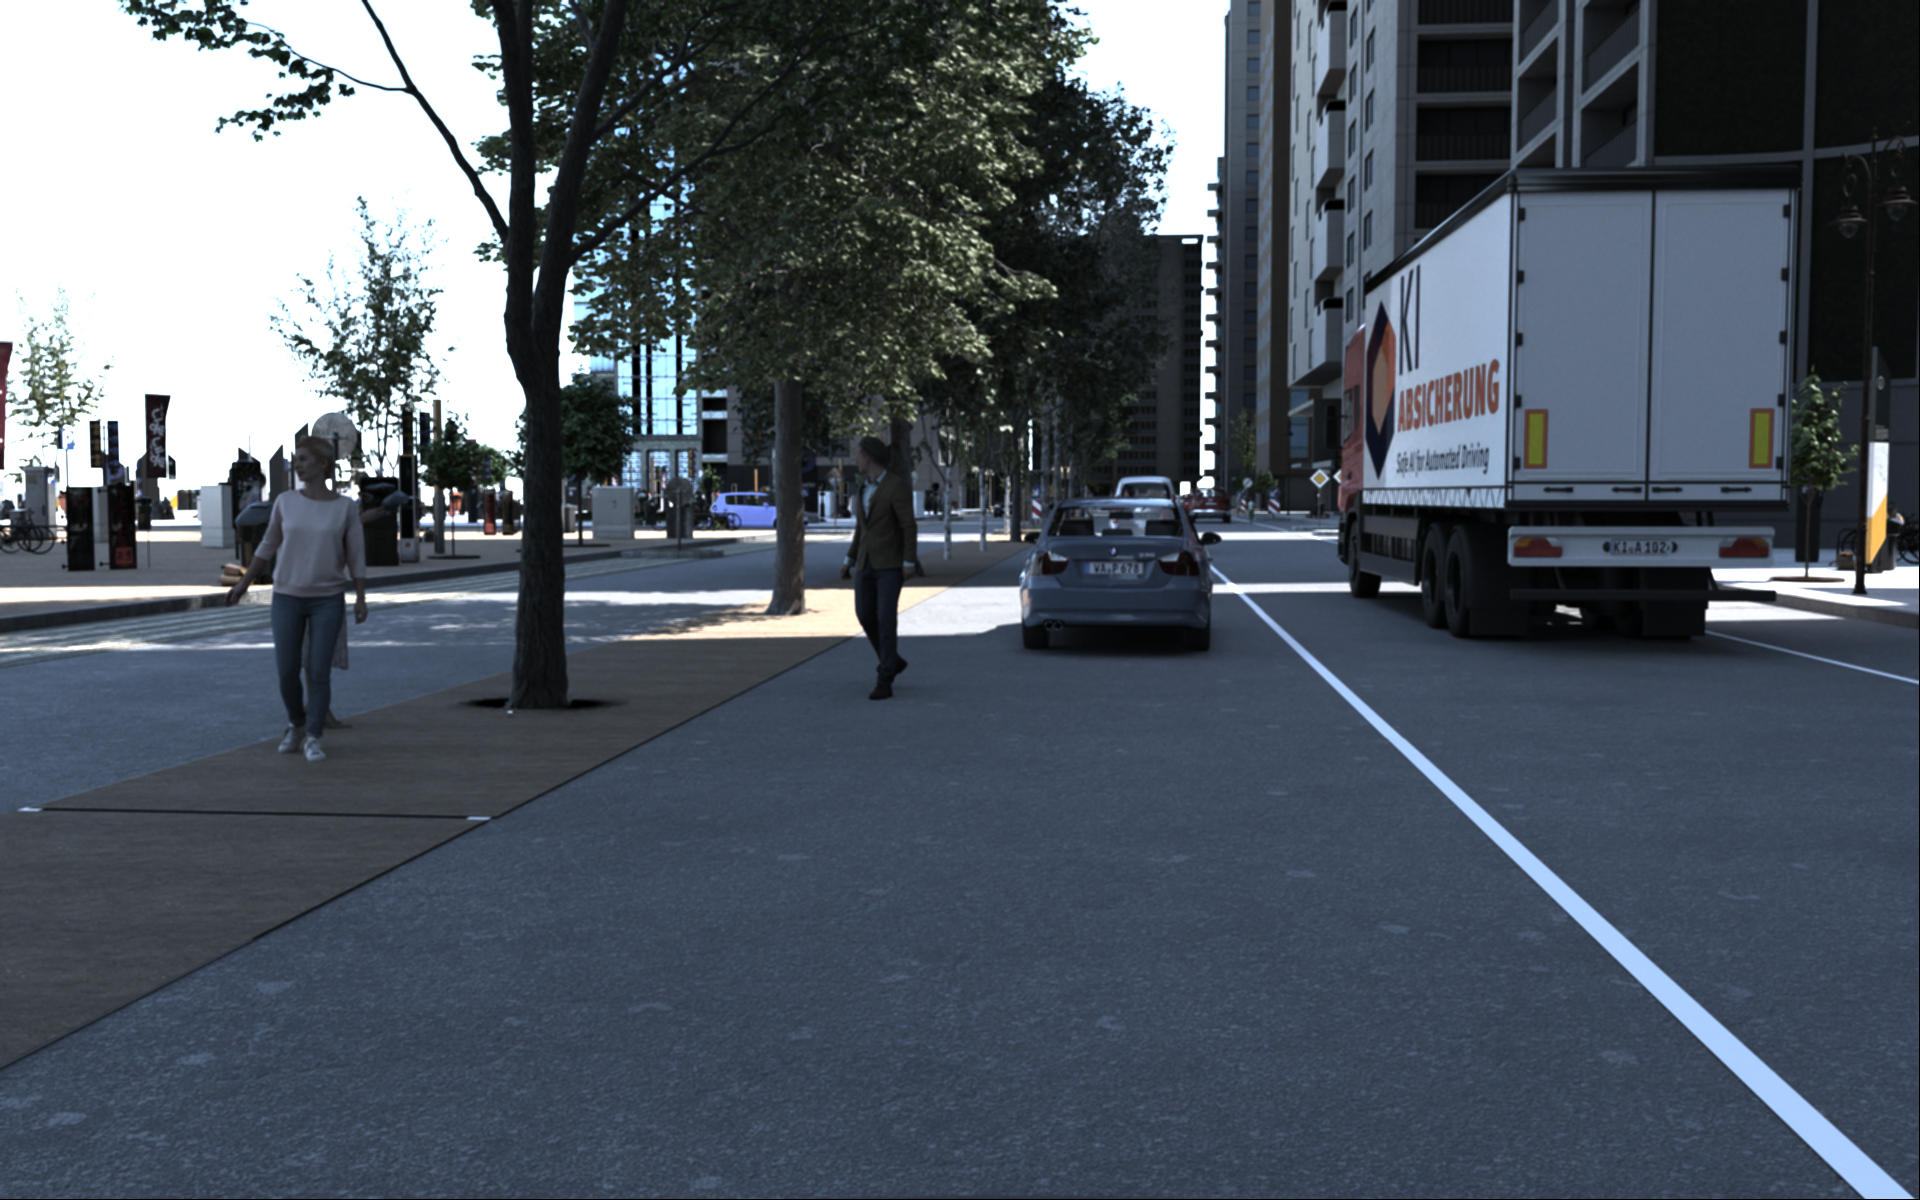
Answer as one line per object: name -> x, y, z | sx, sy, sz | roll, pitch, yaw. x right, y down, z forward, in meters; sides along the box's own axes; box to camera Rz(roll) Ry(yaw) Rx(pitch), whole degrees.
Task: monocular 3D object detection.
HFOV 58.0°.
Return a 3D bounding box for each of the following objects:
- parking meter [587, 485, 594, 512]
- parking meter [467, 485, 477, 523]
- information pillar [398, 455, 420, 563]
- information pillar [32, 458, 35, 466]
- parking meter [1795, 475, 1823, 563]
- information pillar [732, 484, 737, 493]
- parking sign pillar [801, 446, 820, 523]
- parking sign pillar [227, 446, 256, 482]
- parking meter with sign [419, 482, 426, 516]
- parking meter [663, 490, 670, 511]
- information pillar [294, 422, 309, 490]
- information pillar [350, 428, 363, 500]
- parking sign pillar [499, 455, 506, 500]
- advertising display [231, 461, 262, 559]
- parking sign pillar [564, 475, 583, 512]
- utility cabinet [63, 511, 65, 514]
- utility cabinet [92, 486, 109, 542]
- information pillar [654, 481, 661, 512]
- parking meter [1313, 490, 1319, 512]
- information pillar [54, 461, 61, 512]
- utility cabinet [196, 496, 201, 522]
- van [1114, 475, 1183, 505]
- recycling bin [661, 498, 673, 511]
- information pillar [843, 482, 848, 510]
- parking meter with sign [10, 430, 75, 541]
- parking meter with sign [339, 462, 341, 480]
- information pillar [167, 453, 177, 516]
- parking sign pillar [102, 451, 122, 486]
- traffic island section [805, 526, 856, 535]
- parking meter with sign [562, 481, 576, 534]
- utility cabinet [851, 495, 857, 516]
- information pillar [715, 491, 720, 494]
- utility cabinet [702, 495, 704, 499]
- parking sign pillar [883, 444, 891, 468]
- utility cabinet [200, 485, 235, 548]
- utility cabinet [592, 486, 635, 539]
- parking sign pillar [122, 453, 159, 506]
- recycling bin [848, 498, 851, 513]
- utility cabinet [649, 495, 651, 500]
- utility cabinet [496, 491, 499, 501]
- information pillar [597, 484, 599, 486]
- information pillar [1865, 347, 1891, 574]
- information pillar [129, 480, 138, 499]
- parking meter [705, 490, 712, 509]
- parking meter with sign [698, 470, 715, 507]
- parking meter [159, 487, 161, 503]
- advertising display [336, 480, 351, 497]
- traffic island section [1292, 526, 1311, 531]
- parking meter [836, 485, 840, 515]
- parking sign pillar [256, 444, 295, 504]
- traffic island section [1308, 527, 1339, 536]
parking meter -> -23.147, -6.282, 108.425 | 0.399, 1.863, 0.255 | -2, 4, -33
parking meter -> -21.727, -4.372, 77.185 | 0.255, 1.863, 0.399 | 3, 5, 40
information pillar -> -10.277, -1.701, 32.296 | 0.304, 2.012, 0.304 | 0, 4, -4
information pillar -> -57.390, -7.092, 107.313 | 0.183, 3.616, 0.504 | -1, 4, -18
parking meter -> 15.959, -1.641, 32.547 | 0.399, 1.863, 0.255 | 3, 5, 44
information pillar -> -16.580, -7.506, 127.214 | 0.304, 2.012, 0.304 | 0, 3, 0
parking sign pillar -> -6.924, -5.373, 76.326 | 1.447, 3.967, 1.447 | -2, 4, -28
parking sign pillar -> -39.924, -6.653, 97.242 | 1.447, 3.967, 1.447 | 0, 4, 3
parking meter with sign -> -31.313, -6.320, 99.598 | 1.738, 3.016, 0.543 | 3, 5, 44
parking meter -> -16.661, -5.498, 98.301 | 0.372, 1.533, 0.369 | 0, 3, 0
information pillar -> -21.225, -3.951, 55.949 | 0.504, 3.616, 0.183 | 0, 4, 3
information pillar -> -19.509, -3.952, 55.976 | 0.183, 3.616, 0.504 | 2, 4, 26
parking sign pillar -> -31.313, -7.956, 118.551 | 1.447, 3.967, 1.447 | -1, 4, -12
advertising display -> -14.160, -1.786, 34.409 | 0.123, 1.923, 0.974 | 0, 4, 5
parking sign pillar -> -27.984, -8.359, 125.149 | 1.447, 3.967, 1.447 | 2, 4, 30
utility cabinet -> -55.975, -5.992, 109.124 | 1.020, 1.237, 0.306 | -2, 4, -29
utility cabinet -> -22.831, -2.298, 46.246 | 0.318, 1.500, 1.173 | 0, 4, 2
information pillar -> -16.521, -5.510, 94.579 | 0.304, 2.012, 0.304 | -2, 4, -35
parking meter -> 25.086, -6.947, 121.997 | 0.372, 1.533, 0.369 | 0, 3, 0
information pillar -> -64.693, -8.122, 124.143 | 0.504, 3.616, 0.183 | 1, 4, 15
utility cabinet -> -35.312, -4.246, 80.587 | 0.306, 1.237, 1.020 | -1, 4, -18
van -> 4.534, -2.190, 42.822 | 2.013, 2.044, 4.112 | 0, 4, 4
recycling bin -> -21.159, -6.869, 124.858 | 0.722, 1.027, 0.722 | 1, 4, 9
information pillar -> -6.823, -6.050, 103.404 | 0.304, 2.012, 0.304 | 0, 4, -4
parking meter with sign -> -25.128, -3.123, 47.326 | 1.738, 3.016, 0.543 | 1, 4, 10
parking meter with sign -> -33.337, -6.077, 95.613 | 1.738, 3.016, 0.543 | -1, 4, -14
information pillar -> -45.263, -6.616, 99.519 | 0.183, 3.616, 0.504 | 3, 4, 39
parking sign pillar -> -52.964, -7.339, 108.460 | 1.447, 3.967, 1.447 | -3, 4, -38
traffic island section -> -4.470, -2.422, 61.883 | 2.009, 0.180, 2.903 | 0, 4, 6
parking meter with sign -> -13.158, -3.660, 56.099 | 0.543, 3.016, 1.738 | 2, 4, 25
utility cabinet -> -6.115, -5.679, 104.012 | 0.306, 1.237, 1.020 | 3, 5, 41
information pillar -> -19.569, -8.269, 139.697 | 0.304, 2.012, 0.304 | 0, 4, 3
utility cabinet -> -19.369, -7.270, 130.028 | 0.306, 1.237, 1.020 | 2, 4, 25
parking sign pillar -> -4.113, -6.181, 89.527 | 1.447, 3.967, 1.447 | -1, 4, -18
utility cabinet -> -17.661, -1.990, 41.216 | 1.173, 1.500, 0.318 | 3, 5, 43
utility cabinet -> -9.874, -2.485, 49.302 | 1.173, 1.500, 0.318 | 1, 4, 12
parking sign pillar -> -42.238, -6.207, 89.949 | 1.447, 3.967, 1.447 | 1, 4, 12
recycling bin -> -7.427, -6.459, 118.152 | 0.722, 1.027, 0.722 | 1, 4, 13
utility cabinet -> -19.106, -5.856, 106.902 | 1.020, 1.237, 0.306 | -3, 5, -40
utility cabinet -> -32.676, -6.890, 121.329 | 1.173, 1.500, 0.318 | 1, 4, 22
information pillar -> -26.290, -8.270, 126.576 | 0.504, 3.616, 0.183 | 1, 4, 23
information pillar -> 14.757, -2.231, 27.840 | 0.504, 3.616, 0.183 | -3, 4, -36
information pillar -> -41.806, -5.086, 87.656 | 0.304, 2.012, 0.304 | 0, 4, -3
parking meter -> -13.911, -5.347, 95.840 | 0.372, 1.533, 0.369 | 0, 3, 0
parking meter with sign -> -18.429, -8.014, 127.290 | 0.543, 3.016, 1.738 | 2, 4, 32
parking meter -> -64.492, -8.170, 139.288 | 0.255, 1.863, 0.399 | 0, 4, -7
advertising display -> -28.918, -4.662, 81.431 | 0.974, 1.923, 0.123 | -3, 5, -43
traffic island section -> 14.127, -2.799, 68.047 | 2.009, 0.180, 2.903 | 0, 4, 6
parking meter -> -7.521, -6.273, 108.281 | 0.399, 1.863, 0.255 | -3, 5, -42
parking sign pillar -> -36.634, -6.404, 93.171 | 1.447, 3.967, 1.447 | 3, 4, 37
traffic island section -> 13.332, -2.313, 60.102 | 2.009, 0.180, 2.903 | 0, 4, 6
